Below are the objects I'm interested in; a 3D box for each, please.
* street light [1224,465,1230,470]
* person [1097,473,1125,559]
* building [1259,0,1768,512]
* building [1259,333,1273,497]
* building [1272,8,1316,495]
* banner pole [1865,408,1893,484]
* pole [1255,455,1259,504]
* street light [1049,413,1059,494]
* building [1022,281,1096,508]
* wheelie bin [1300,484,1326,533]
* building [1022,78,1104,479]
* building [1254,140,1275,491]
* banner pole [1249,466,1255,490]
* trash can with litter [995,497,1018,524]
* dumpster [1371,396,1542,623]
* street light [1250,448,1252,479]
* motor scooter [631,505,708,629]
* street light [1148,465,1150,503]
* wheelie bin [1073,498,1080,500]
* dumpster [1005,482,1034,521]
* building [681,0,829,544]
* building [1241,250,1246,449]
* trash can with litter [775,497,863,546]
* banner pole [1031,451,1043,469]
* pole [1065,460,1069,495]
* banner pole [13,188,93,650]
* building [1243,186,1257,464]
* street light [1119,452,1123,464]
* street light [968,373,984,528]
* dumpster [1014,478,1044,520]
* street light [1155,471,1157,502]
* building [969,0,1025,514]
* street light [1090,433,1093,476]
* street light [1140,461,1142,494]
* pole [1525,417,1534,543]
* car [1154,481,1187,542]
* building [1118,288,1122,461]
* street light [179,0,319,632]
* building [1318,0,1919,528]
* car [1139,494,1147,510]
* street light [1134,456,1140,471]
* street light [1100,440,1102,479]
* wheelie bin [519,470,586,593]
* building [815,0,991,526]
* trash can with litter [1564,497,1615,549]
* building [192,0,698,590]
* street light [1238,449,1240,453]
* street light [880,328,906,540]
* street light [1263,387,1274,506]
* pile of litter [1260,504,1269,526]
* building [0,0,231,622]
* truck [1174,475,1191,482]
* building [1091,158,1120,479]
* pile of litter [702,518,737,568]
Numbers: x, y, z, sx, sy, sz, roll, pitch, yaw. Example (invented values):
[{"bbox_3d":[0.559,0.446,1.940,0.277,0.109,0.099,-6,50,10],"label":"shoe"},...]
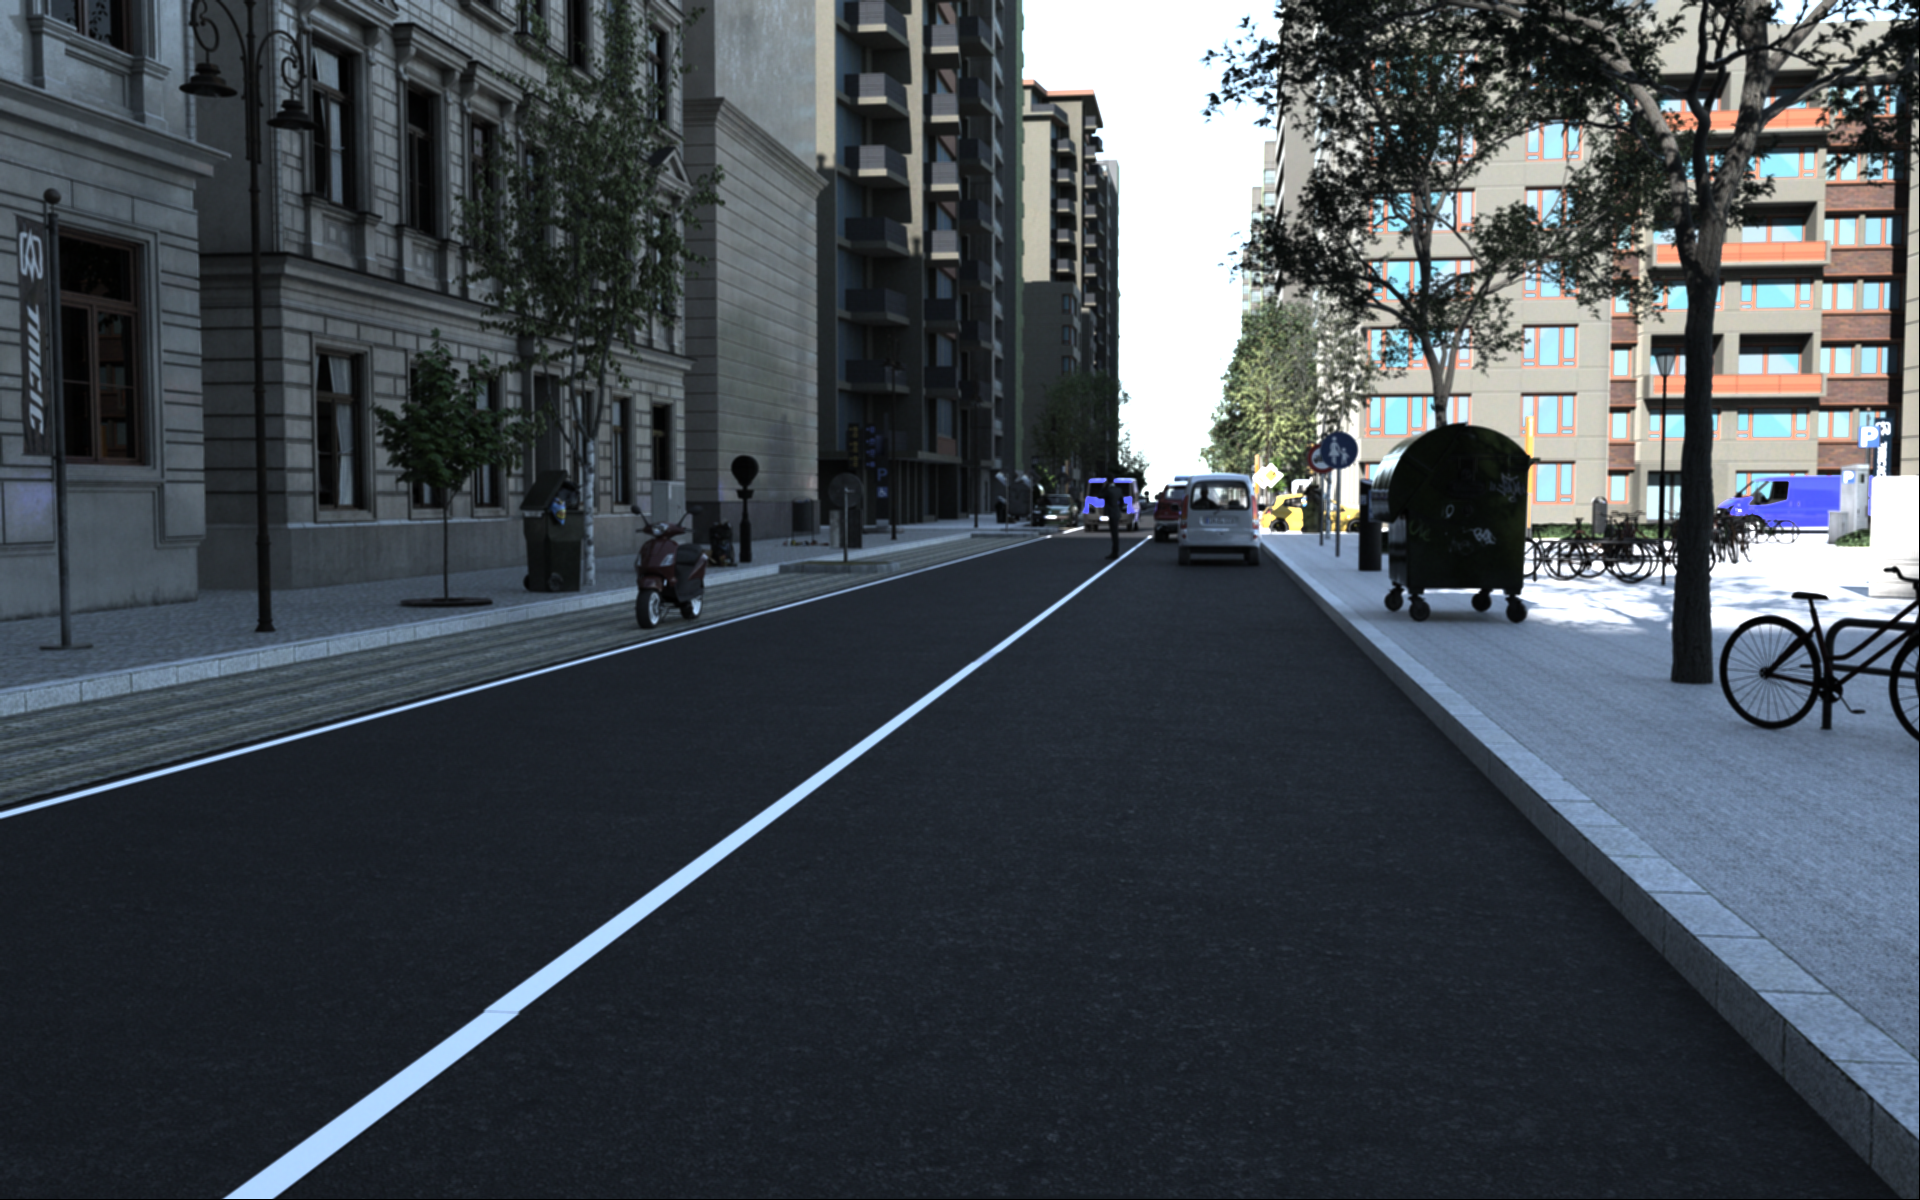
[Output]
[{"bbox_3d":[35.903,-15.911,232.926,0.468,5.910,1.993,1,4,8],"label":"street light"},{"bbox_3d":[3.328,-1.863,38.327,0.474,1.900,0.648,2,4,28],"label":"person"},{"bbox_3d":[37.491,-26.206,120.345,32.217,40.220,23.993,1,4,8],"label":"building"},{"bbox_3d":[45.226,-20.515,180.464,27.650,21.520,28.899,1,4,8],"label":"building"},{"bbox_3d":[39.199,-32.450,154.259,21.300,48.544,21.600,1,4,8],"label":"building"},{"bbox_3d":[26.476,-3.674,50.090,0.863,3.779,0.401,2,4,31],"label":"banner pole"},{"bbox_3d":[15.455,-5.889,90.135,0.158,3.312,0.155,0,3,0],"label":"pole"},{"bbox_3d":[5.296,-7.639,97.681,0.468,5.910,1.993,1,4,8],"label":"street light"},{"bbox_3d":[-2.424,-19.095,157.237,27.650,21.520,28.899,1,4,8],"label":"building"},{"bbox_3d":[11.588,-2.984,56.692,0.693,1.594,0.980,3,5,43],"label":"wheelie bin"},{"bbox_3d":[3.877,-32.479,185.656,22.147,44.769,28.867,1,4,8],"label":"building"},{"bbox_3d":[42.140,-31.705,201.974,14.154,41.232,14.086,1,4,8],"label":"building"},{"bbox_3d":[21.265,-8.321,126.065,0.863,3.779,0.401,1,4,9],"label":"banner pole"},{"bbox_3d":[2.053,-3.938,75.779,1.055,1.170,0.624,3,4,37],"label":"trash can with litter"},{"bbox_3d":[5.142,-0.953,18.079,1.502,2.255,1.985,1,4,8],"label":"dumpster"},{"bbox_3d":[17.745,-8.133,105.756,0.468,5.910,1.993,1,4,8],"label":"street light"},{"bbox_3d":[-3.173,-0.385,19.064,0.815,1.314,1.986,1,4,9],"label":"motor scooter"},{"bbox_3d":[28.027,-17.352,256.487,0.468,5.910,1.993,1,4,8],"label":"street light"},{"bbox_3d":[8.481,-7.314,127.492,0.693,1.594,0.980,1,4,8],"label":"wheelie bin"},{"bbox_3d":[2.808,-4.663,81.994,1.264,1.857,1.865,1,4,8],"label":"dumpster"},{"bbox_3d":[-17.263,-15.499,50.668,25.104,27.353,12.463,1,4,8],"label":"building"},{"bbox_3d":[53.695,-36.961,287.900,14.154,41.232,14.086,1,4,8],"label":"building"},{"bbox_3d":[-3.527,-1.969,43.249,2.233,1.210,1.678,-1,4,-9],"label":"trash can with litter"},{"bbox_3d":[4.548,-6.774,100.766,0.863,3.779,0.401,0,4,8],"label":"banner pole"},{"bbox_3d":[6.392,-6.707,103.507,0.158,3.312,0.155,0,3,0],"label":"pole"},{"bbox_3d":[-7.426,-1.471,14.071,0.401,3.779,0.863,0,4,-3],"label":"banner pole"},{"bbox_3d":[45.600,-33.476,230.921,14.154,41.232,14.086,1,4,8],"label":"building"},{"bbox_3d":[16.243,-12.312,174.083,0.468,5.910,1.993,1,4,8],"label":"street light"},{"bbox_3d":[0.616,-5.701,66.004,0.468,5.910,1.993,1,4,8],"label":"street light"},{"bbox_3d":[3.266,-4.994,84.142,1.502,2.255,1.985,1,4,8],"label":"dumpster"},{"bbox_3d":[32.567,-19.290,288.184,0.468,5.910,1.993,1,4,8],"label":"street light"},{"bbox_3d":[-3.529,-26.245,112.702,14.154,41.232,14.086,1,4,8],"label":"building"},{"bbox_3d":[9.835,-9.577,129.378,0.468,5.910,1.993,1,4,8],"label":"street light"},{"bbox_3d":[23.411,-15.382,224.287,0.468,5.910,1.993,1,4,8],"label":"street light"},{"bbox_3d":[14.992,-3.170,45.680,0.158,3.312,0.155,0,3,0],"label":"pole"},{"bbox_3d":[7.089,-2.734,53.369,2.281,1.827,5.304,1,4,9],"label":"car"},{"bbox_3d":[13.900,-36.490,288.490,32.217,40.220,23.993,1,4,8],"label":"building"},{"bbox_3d":[-6.482,-2.642,15.983,0.468,5.910,1.993,1,4,8],"label":"street light"},{"bbox_3d":[31.223,-14.113,75.792,28.899,21.520,27.650,1,4,8],"label":"building"},{"bbox_3d":[15.819,-8.776,155.489,2.014,1.417,4.499,0,4,6],"label":"car"},{"bbox_3d":[20.806,-14.250,205.777,0.468,5.910,1.993,1,4,8],"label":"street light"},{"bbox_3d":[11.572,-10.374,142.405,0.468,5.910,1.993,1,4,8],"label":"street light"},{"bbox_3d":[-5.360,-0.914,22.846,0.693,1.594,0.980,-3,5,-44],"label":"wheelie bin"},{"bbox_3d":[-10.219,-26.221,83.344,22.147,44.769,28.867,1,4,8],"label":"building"},{"bbox_3d":[14.917,-1.847,41.251,2.233,1.210,1.678,-3,4,-38],"label":"trash can with litter"},{"bbox_3d":[-12.283,-10.246,32.157,10.561,19.102,19.286,1,4,8],"label":"building"},{"bbox_3d":[23.841,-10.779,149.030,0.468,5.910,1.993,1,4,8],"label":"street light"},{"bbox_3d":[-1.857,-4.631,48.504,0.468,5.910,1.993,1,4,8],"label":"street light"},{"bbox_3d":[13.151,-6.194,74.067,0.468,5.910,1.993,1,4,8],"label":"street light"},{"bbox_3d":[12.494,-3.433,70.098,1.176,0.858,1.719,1,4,14],"label":"pile of litter"},{"bbox_3d":[-15.401,-10.701,11.117,11.583,22.565,21.152,1,4,8],"label":"building"},{"bbox_3d":[31.438,-15.552,244.031,2.967,4.110,18.799,0,4,8],"label":"truck"},{"bbox_3d":[11.560,-31.978,206.426,14.154,41.232,14.086,1,4,8],"label":"building"},{"bbox_3d":[-4.506,-1.035,30.884,1.176,0.858,1.719,0,4,5],"label":"pile of litter"}]
